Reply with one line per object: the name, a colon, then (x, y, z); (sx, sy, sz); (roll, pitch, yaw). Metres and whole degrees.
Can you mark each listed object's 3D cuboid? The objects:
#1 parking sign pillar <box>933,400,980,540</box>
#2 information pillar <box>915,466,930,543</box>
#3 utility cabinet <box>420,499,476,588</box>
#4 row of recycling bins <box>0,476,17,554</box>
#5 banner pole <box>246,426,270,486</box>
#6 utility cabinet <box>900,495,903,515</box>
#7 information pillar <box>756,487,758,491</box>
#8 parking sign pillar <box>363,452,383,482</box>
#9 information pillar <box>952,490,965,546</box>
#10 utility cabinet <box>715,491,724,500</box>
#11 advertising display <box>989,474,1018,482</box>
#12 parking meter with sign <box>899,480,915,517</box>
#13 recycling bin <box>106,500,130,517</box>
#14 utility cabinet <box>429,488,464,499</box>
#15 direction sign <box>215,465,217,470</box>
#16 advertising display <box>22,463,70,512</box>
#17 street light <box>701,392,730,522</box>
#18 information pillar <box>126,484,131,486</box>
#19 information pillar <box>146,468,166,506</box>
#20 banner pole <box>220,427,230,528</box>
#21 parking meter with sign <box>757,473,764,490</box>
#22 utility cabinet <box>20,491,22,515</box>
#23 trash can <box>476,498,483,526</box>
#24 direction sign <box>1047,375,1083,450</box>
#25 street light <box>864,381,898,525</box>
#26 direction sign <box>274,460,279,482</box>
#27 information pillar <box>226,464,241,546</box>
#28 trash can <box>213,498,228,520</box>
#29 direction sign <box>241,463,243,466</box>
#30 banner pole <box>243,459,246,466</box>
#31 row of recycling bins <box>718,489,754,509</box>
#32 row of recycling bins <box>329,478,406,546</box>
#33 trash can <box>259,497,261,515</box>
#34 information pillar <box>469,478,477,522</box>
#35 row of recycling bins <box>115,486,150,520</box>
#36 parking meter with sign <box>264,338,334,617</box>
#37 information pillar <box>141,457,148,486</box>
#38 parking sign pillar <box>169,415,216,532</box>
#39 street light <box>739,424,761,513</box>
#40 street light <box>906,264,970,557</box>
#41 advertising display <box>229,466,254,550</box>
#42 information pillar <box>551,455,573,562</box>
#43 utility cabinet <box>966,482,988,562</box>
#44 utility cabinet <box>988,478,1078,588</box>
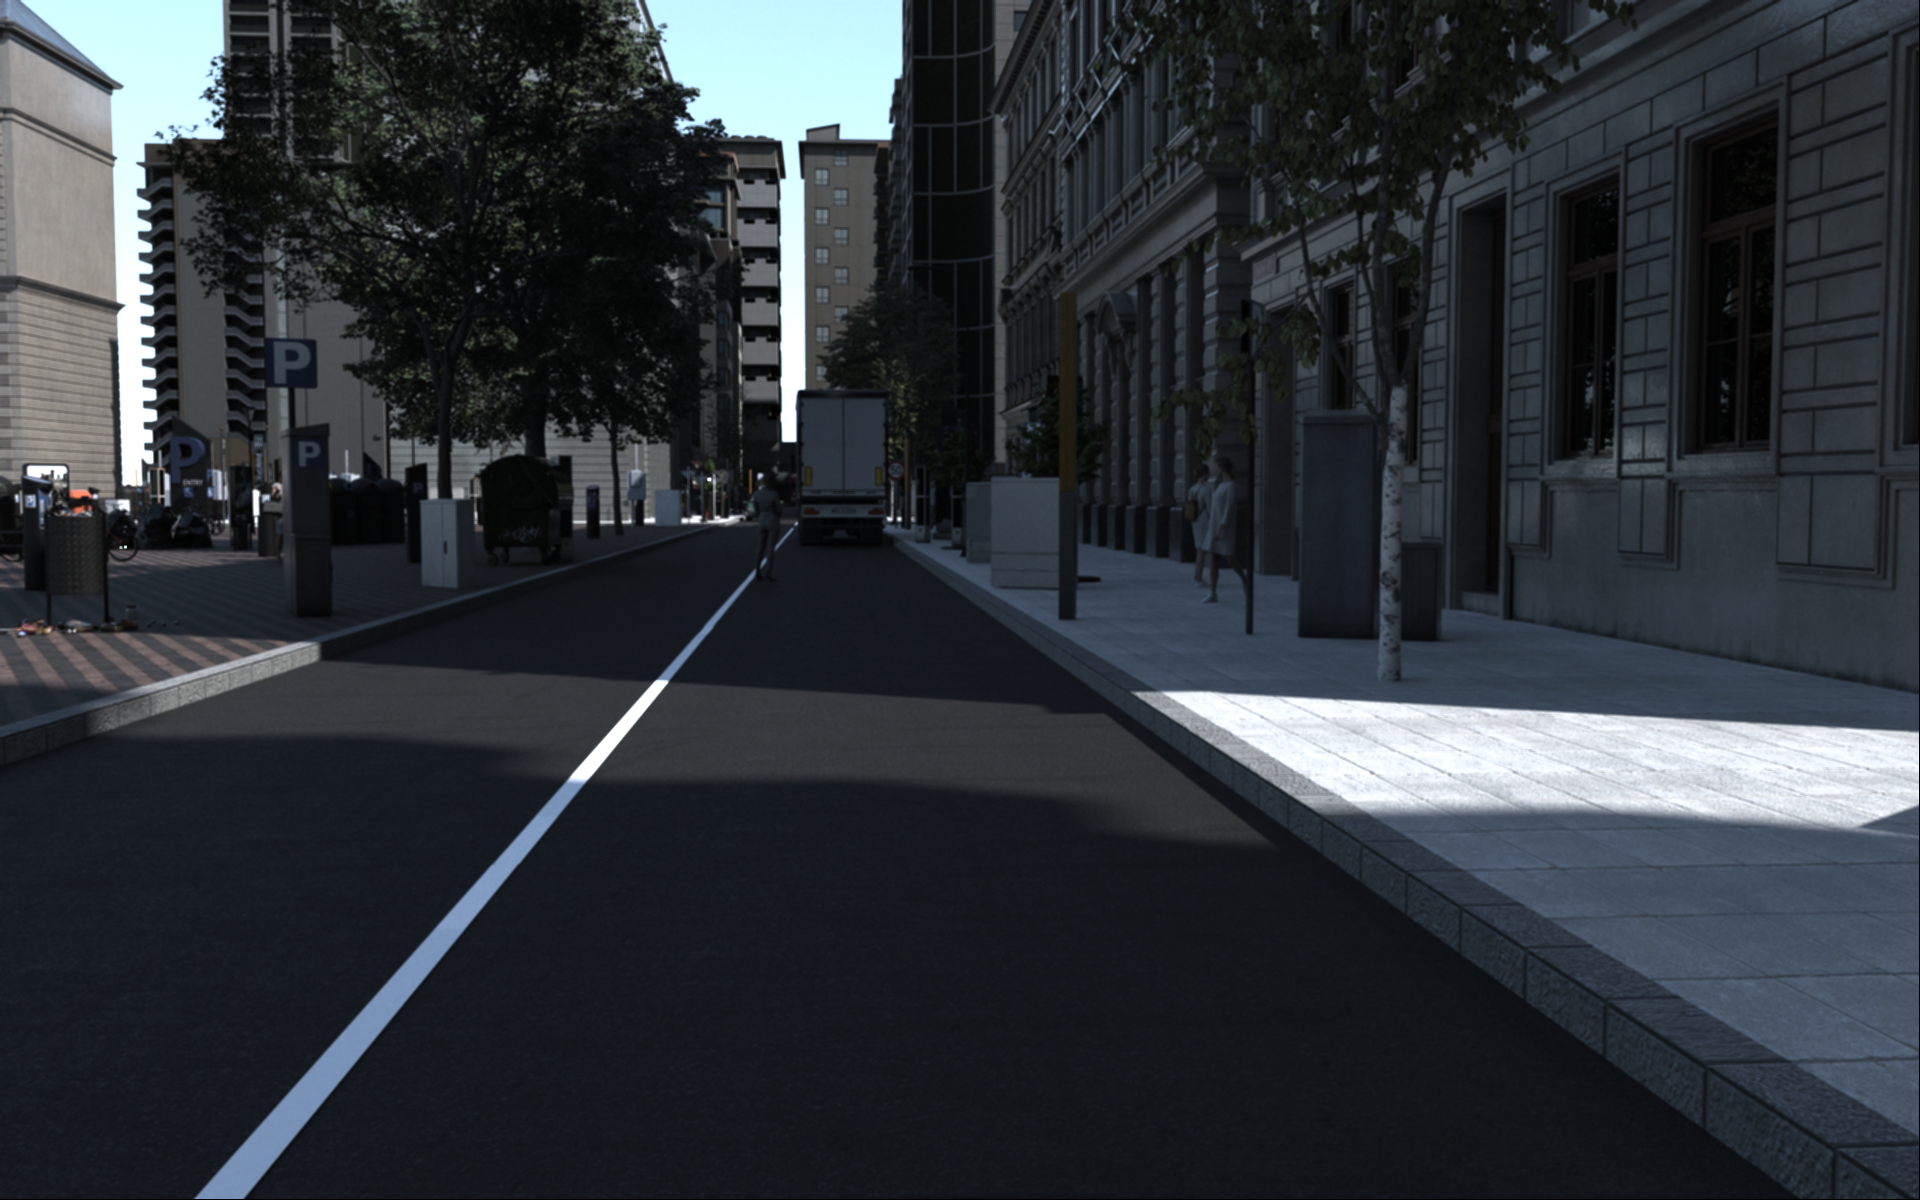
parking sign pillar: (-0.061, -3.711, 49.147); (1.447, 3.967, 1.447); (3, 4, 38)
information pillar: (-0.976, -2.509, 45.513); (0.304, 2.012, 0.304); (2, 4, 26)
utility cabinet: (-7.112, -0.787, 24.026); (1.020, 1.237, 0.306); (3, 5, 45)
row of recycling bins: (-21.917, -1.816, 36.798); (3.534, 1.692, 1.069); (0, 4, -5)
banner pole: (-25.574, -4.496, 63.529); (0.863, 3.779, 0.401); (1, 4, 23)
utility cabinet: (-3.417, -5.822, 106.343); (0.306, 1.237, 1.020); (-1, 4, -21)
information pillar: (-17.330, -8.826, 148.797); (0.304, 2.012, 0.304); (0, 4, -3)
parking sign pillar: (-37.815, -7.533, 111.631); (1.447, 3.967, 1.447); (2, 4, 25)
information pillar: (-0.036, -2.332, 42.617); (0.304, 2.012, 0.304); (1, 4, 10)
utility cabinet: (-17.267, -6.944, 122.218); (1.173, 1.500, 0.318); (-1, 4, -12)
advertising display: (1.431, -3.130, 56.393); (0.974, 1.923, 0.123); (0, 4, -8)
parking meter with sign: (-2.509, -6.082, 95.708); (1.738, 3.016, 0.543); (0, 4, 7)
recycling bin: (-37.688, -3.973, 77.508); (0.722, 1.027, 0.722); (1, 4, 14)
utility cabinet: (-18.884, -3.367, 63.721); (1.173, 1.500, 0.318); (0, 4, -6)
direction sign: (-58.047, -8.762, 135.252); (0.379, 3.537, 0.876); (-2, 4, -27)
advertising display: (-19.289, -1.919, 36.589); (0.123, 1.923, 0.974); (2, 4, 28)
street light: (-11.124, -6.496, 78.748); (1.470, 5.913, 1.316); (0, 4, -5)
information pillar: (-61.163, -7.522, 127.481); (0.304, 2.012, 0.304); (-1, 4, -15)
information pillar: (-22.956, -2.756, 49.556); (0.304, 2.012, 0.304); (1, 4, 10)
banner pole: (-27.726, -4.601, 65.236); (0.401, 3.779, 0.863); (-1, 4, -14)
parking meter with sign: (-16.495, -8.991, 143.267); (0.543, 3.016, 1.738); (0, 4, -7)
utility cabinet: (-29.371, -2.734, 53.379); (1.173, 1.500, 0.318); (0, 4, 7)
trash can: (-19.445, -3.620, 70.846); (0.748, 1.137, 0.748); (0, 3, 0)
direction sign: (2.007, -2.523, 33.253); (0.876, 3.537, 0.379); (-3, 4, -36)
street light: (-3.258, -6.051, 71.473); (1.470, 5.913, 1.316); (0, 4, -5)
direction sign: (-44.550, -7.451, 113.815); (0.876, 3.537, 0.379); (-1, 4, -11)
information pillar: (-17.899, -2.343, 42.808); (0.304, 2.012, 0.304); (-1, 4, -22)
trash can: (-35.993, -4.439, 84.230); (0.748, 1.137, 0.748); (0, 3, 0)
direction sign: (-51.465, -8.120, 124.754); (0.876, 3.537, 0.379); (2, 4, 33)
banner pole: (-50.257, -8.073, 122.009); (0.863, 3.779, 0.401); (2, 4, 31)
row of recycling bins: (-19.353, -8.683, 149.072); (3.534, 1.692, 1.069); (-2, 4, -29)
row of recycling bins: (-15.578, -2.274, 44.286); (1.069, 1.692, 3.534); (1, 4, 21)
trash can: (-37.687, -5.032, 93.934); (0.748, 1.137, 0.748); (0, 3, 0)
information pillar: (-22.479, -4.617, 79.983); (0.304, 2.012, 0.304); (0, 4, 3)
row of recycling bins: (-40.552, -4.793, 85.470); (1.069, 1.692, 3.534); (0, 4, 3)
parking meter with sign: (-7.126, -1.378, 18.785); (0.543, 3.016, 1.738); (-2, 4, -28)
information pillar: (-52.051, -7.294, 110.603); (0.504, 3.616, 0.183); (1, 4, 23)
parking sign pillar: (-26.034, -4.291, 58.633); (1.447, 3.967, 1.447); (0, 4, 4)
street light: (-13.995, -8.690, 114.619); (1.470, 5.913, 1.316); (0, 4, -5)
street light: (-0.383, -3.833, 35.204); (1.470, 5.913, 1.316); (0, 4, -5)
advertising display: (-16.512, -2.117, 39.832); (0.123, 1.923, 0.974); (0, 4, 1)
information pillar: (-7.563, -1.737, 32.891); (0.304, 2.012, 0.304); (-3, 5, -45)
utility cabinet: (0.714, -1.435, 32.135); (1.173, 1.500, 0.318); (1, 4, 9)
utility cabinet: (1.010, -0.904, 23.467); (1.173, 1.500, 0.318); (2, 4, 29)
